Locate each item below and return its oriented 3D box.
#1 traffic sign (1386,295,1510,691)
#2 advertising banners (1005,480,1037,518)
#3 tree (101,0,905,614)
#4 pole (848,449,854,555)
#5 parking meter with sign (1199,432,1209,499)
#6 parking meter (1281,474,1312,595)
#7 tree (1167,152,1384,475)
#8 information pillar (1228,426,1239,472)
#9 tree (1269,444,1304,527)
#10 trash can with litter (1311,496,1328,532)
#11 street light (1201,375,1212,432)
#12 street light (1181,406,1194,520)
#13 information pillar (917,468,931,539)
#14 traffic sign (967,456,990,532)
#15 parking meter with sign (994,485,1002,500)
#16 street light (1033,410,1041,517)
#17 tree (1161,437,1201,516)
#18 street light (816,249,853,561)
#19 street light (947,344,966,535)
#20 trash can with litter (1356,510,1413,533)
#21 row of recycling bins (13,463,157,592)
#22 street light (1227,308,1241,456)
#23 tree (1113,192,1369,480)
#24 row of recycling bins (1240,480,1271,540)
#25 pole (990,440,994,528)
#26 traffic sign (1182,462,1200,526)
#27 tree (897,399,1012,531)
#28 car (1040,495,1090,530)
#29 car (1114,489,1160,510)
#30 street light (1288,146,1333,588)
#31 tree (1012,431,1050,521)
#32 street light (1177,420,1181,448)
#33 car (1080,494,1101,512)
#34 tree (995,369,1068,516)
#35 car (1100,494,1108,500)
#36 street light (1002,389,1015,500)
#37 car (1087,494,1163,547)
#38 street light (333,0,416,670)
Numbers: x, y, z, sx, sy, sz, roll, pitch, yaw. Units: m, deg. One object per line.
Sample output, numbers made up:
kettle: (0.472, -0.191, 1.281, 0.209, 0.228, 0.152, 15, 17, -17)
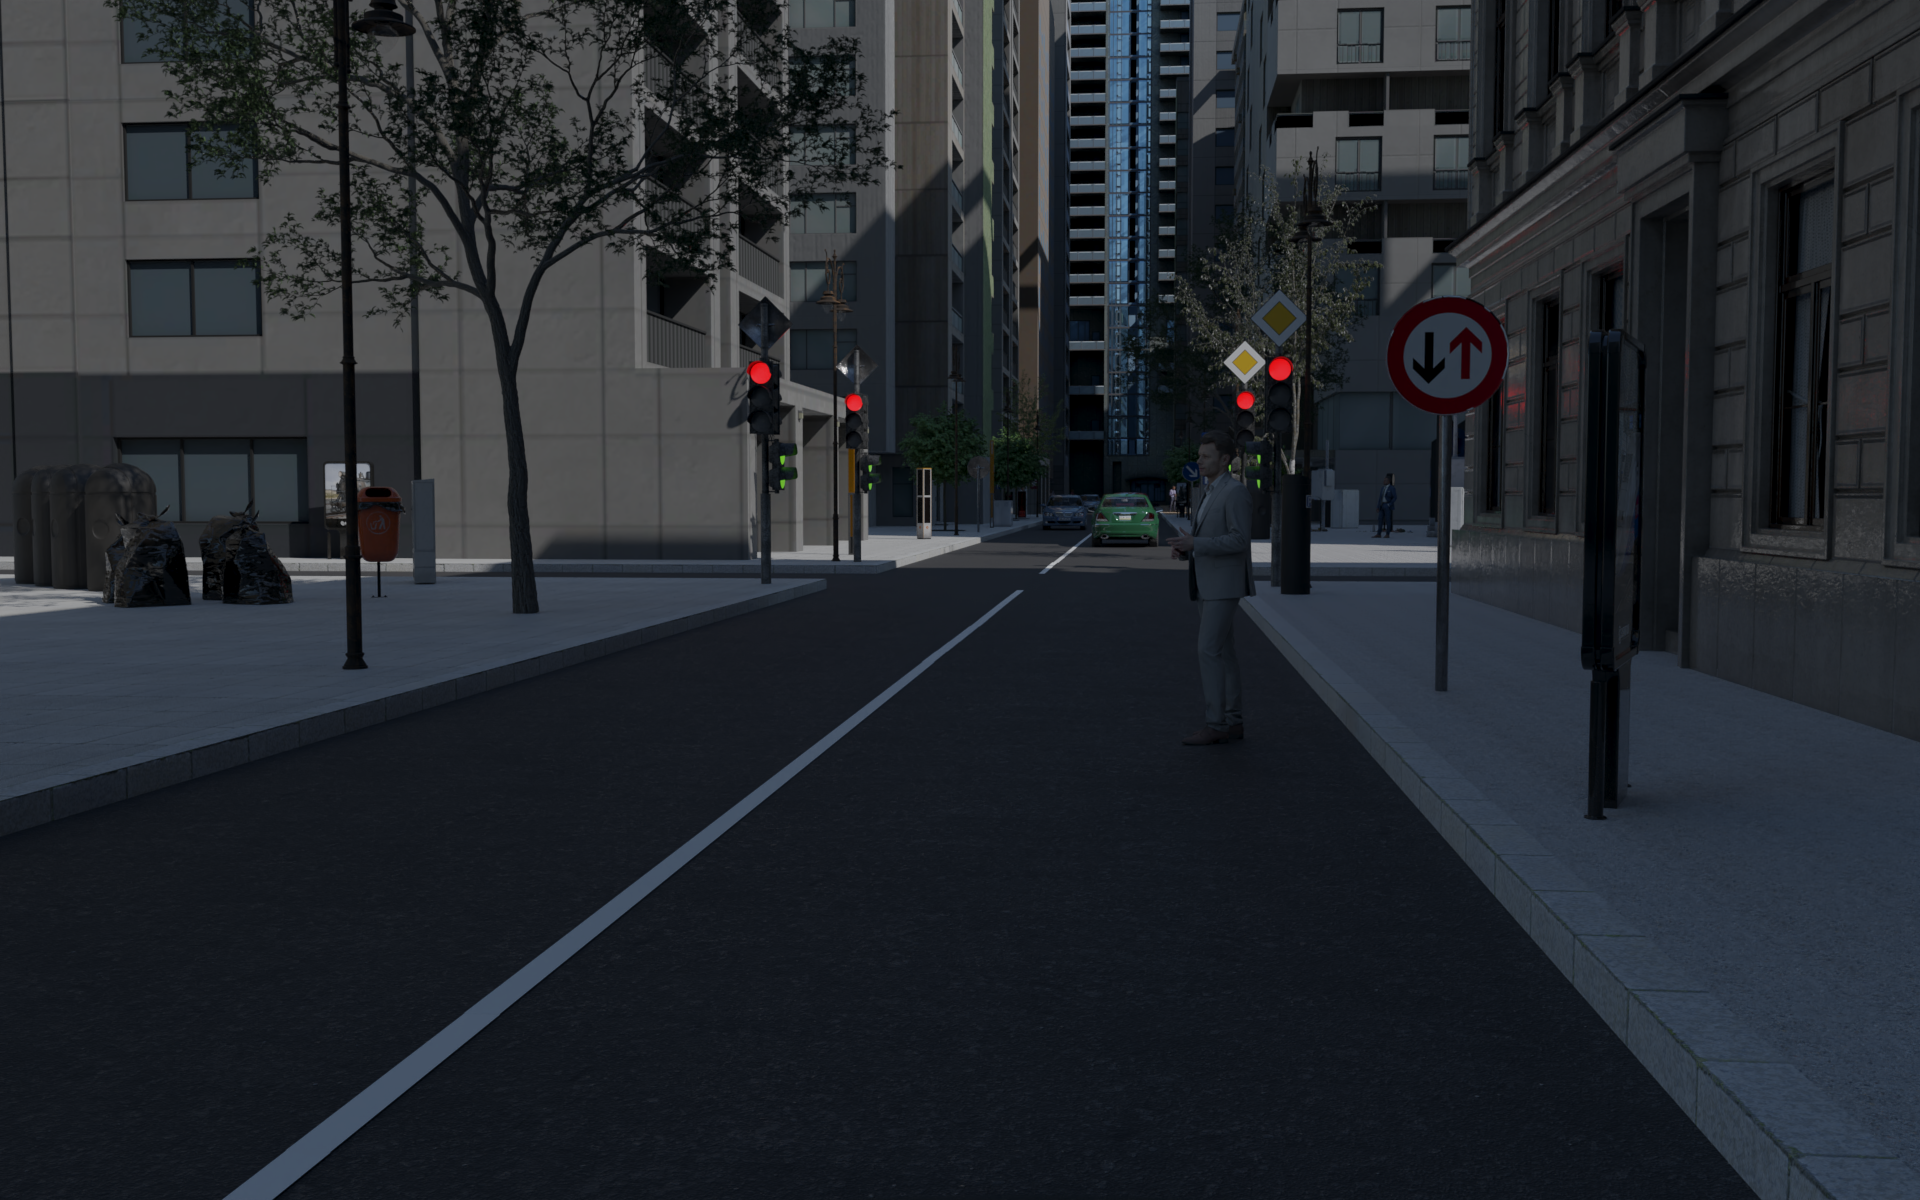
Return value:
traffic sign: (3.138, -0.679, 11.212, 0.768, 2.556, 0.104, 1, 4, 14)
advertising banners: (3.328, -5.968, 93.764, 2.074, 3.025, 0.090, -1, 4, -19)
tree: (-4.776, -5.156, 18.707, 8.767, 10.594, 7.601, -1, 4, -18)
pole: (-2.248, -2.607, 36.461, 0.158, 3.312, 0.155, 0, 3, 0)
parking meter with sign: (7.142, -3.275, 49.803, 0.543, 3.016, 1.738, 0, 4, 4)
parking meter: (4.305, -0.842, 22.184, 0.372, 1.533, 0.369, 0, 3, 0)
tree: (6.916, -5.311, 37.190, 4.360, 8.622, 3.978, 0, 3, 0)
information pillar: (9.417, -4.170, 59.533, 0.504, 3.616, 0.183, 3, 5, 43)
tree: (12.676, -4.453, 67.407, 1.663, 3.219, 1.824, 0, 3, 0)
trash can with litter: (11.732, -2.963, 59.496, 2.233, 1.210, 1.678, 0, 4, -4)
street light: (9.043, -5.587, 64.133, 0.468, 5.910, 1.993, 0, 4, 6)
street light: (11.238, -6.857, 84.903, 0.468, 5.910, 1.993, 0, 4, 6)
information pillar: (-1.021, -2.731, 49.148, 0.304, 2.012, 0.304, -3, 5, -41)
traffic sign: (0.617, -3.540, 57.986, 0.768, 2.556, 0.104, 1, 4, 11)
parking meter with sign: (1.881, -5.887, 92.514, 0.543, 3.016, 1.738, -2, 4, -30)
street light: (4.267, -7.500, 95.405, 0.468, 5.910, 1.993, 0, 4, 6)
tree: (13.248, -7.098, 99.758, 4.285, 4.588, 4.351, 0, 3, 0)
street light: (-2.368, -3.676, 32.883, 0.468, 5.910, 1.993, 0, 4, 6)
street light: (-0.111, -4.946, 53.647, 0.468, 5.910, 1.993, 0, 4, 6)
trash can with litter: (14.447, -2.882, 58.183, 1.678, 1.210, 2.233, -1, 4, -12)
row of recycling bins: (-12.180, -1.032, 23.988, 3.534, 1.692, 1.069, 3, 5, 43)
street light: (6.903, -4.306, 43.194, 0.468, 5.910, 1.993, 0, 4, 6)
tree: (8.717, -7.351, 54.598, 8.767, 10.594, 7.601, 1, 4, 20)
row of recycling bins: (8.390, -2.655, 50.519, 1.069, 1.692, 3.534, 0, 4, -1)
pole: (1.211, -4.395, 65.695, 0.158, 3.312, 0.155, 0, 3, 0)
traffic sign: (9.182, -4.190, 68.617, 0.768, 2.556, 0.104, 1, 4, 10)
tree: (-0.531, -4.683, 60.278, 4.285, 4.588, 4.351, 0, 3, 0)
car: (4.273, -3.567, 70.318, 2.014, 1.417, 4.499, 0, 4, 5)
car: (6.137, -3.279, 62.653, 2.155, 1.783, 4.494, 0, 4, 7)
street light: (4.727, -3.103, 23.516, 0.468, 5.910, 1.993, 0, 4, 6)
tree: (2.226, -6.112, 83.638, 4.285, 4.588, 4.351, 0, 3, 0)
street light: (13.470, -8.127, 105.669, 0.468, 5.910, 1.993, 0, 4, 6)
car: (9.029, -6.655, 120.806, 2.014, 1.417, 4.499, 0, 4, 7)
tree: (4.152, -9.343, 103.121, 4.737, 8.622, 4.395, 0, 3, 0)
car: (15.182, -10.154, 176.243, 2.015, 1.641, 3.980, 0, 4, 5)
street light: (2.064, -6.229, 74.636, 0.468, 5.910, 1.993, 0, 4, 6)
car: (4.613, -2.238, 48.389, 2.131, 1.459, 4.920, 0, 4, 6)
street light: (-4.446, -2.432, 12.552, 0.468, 5.910, 1.993, 0, 4, 6)
